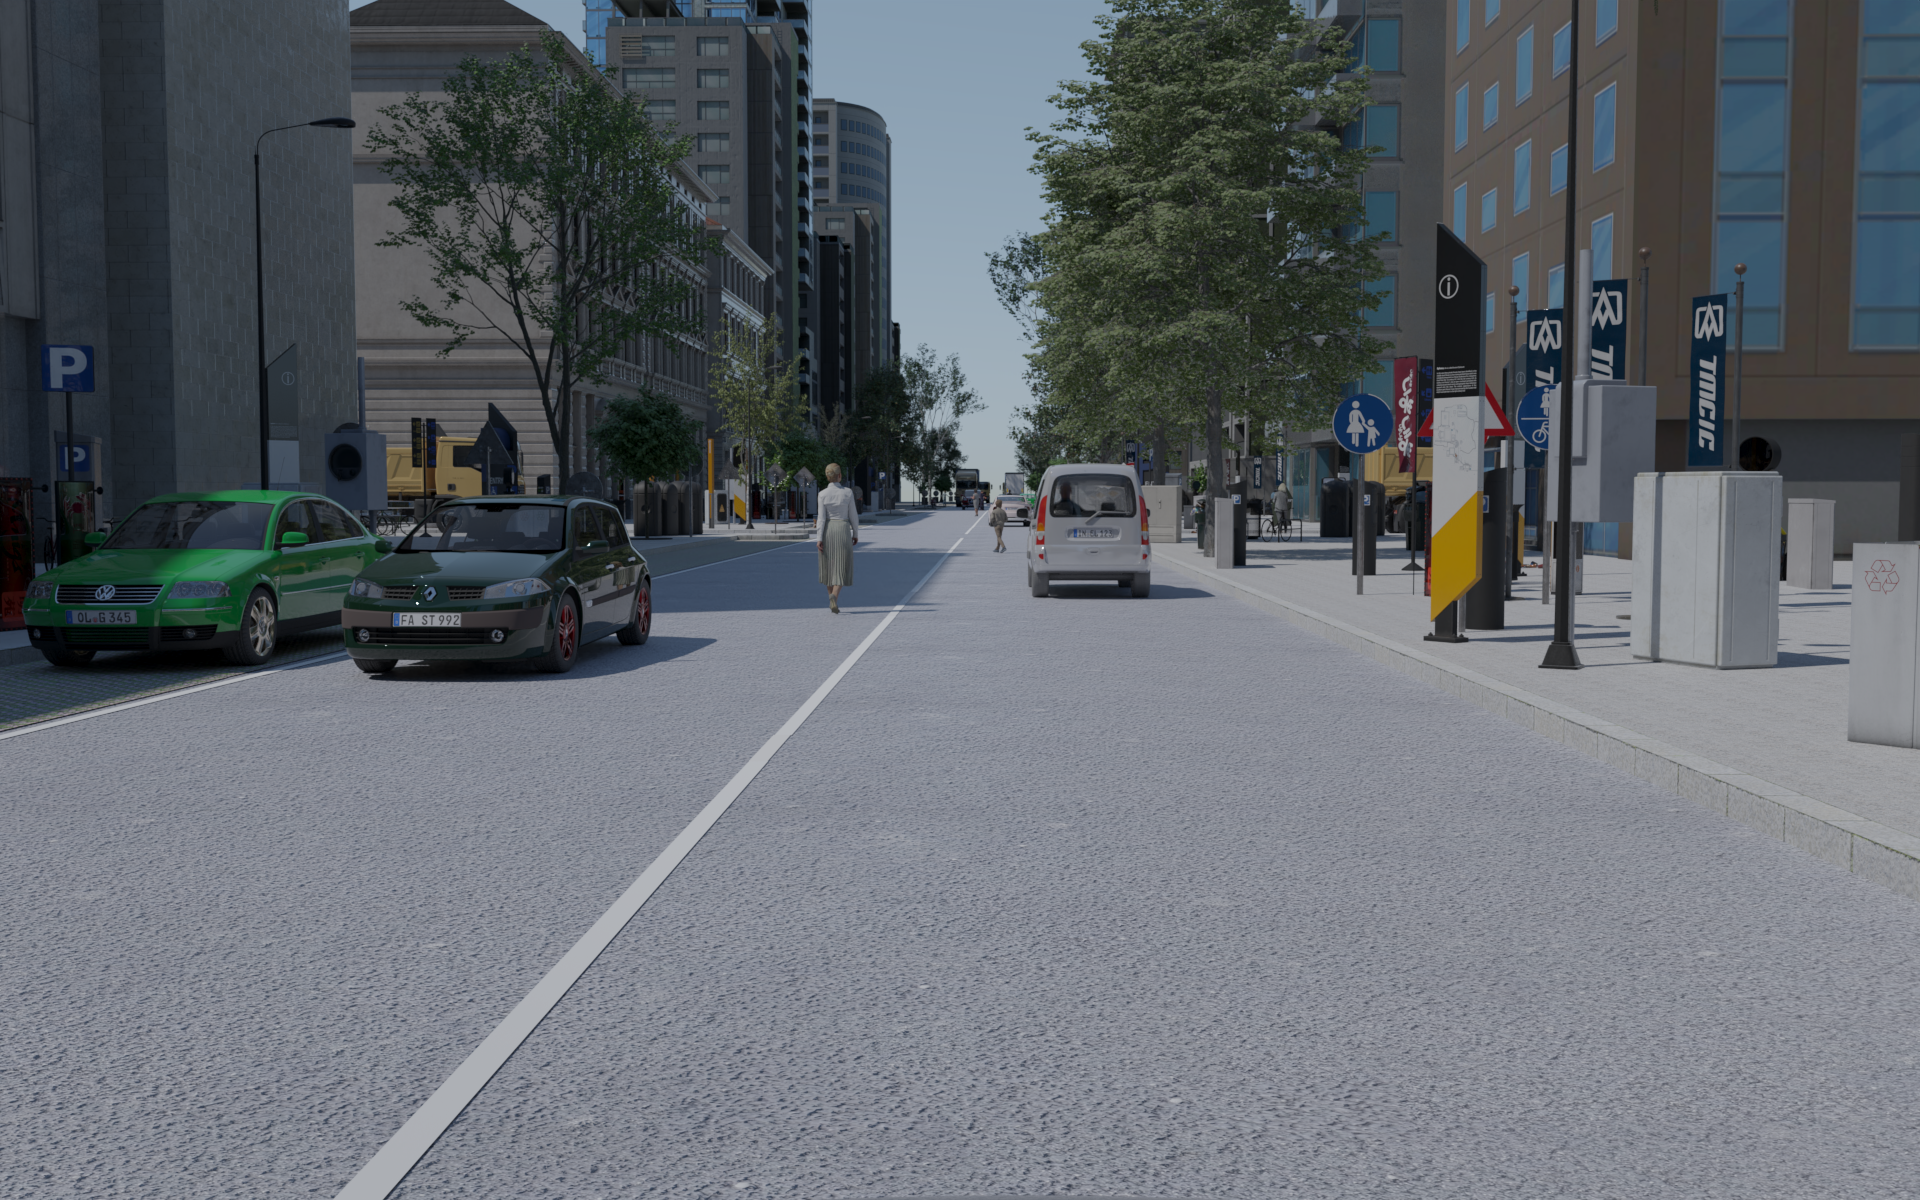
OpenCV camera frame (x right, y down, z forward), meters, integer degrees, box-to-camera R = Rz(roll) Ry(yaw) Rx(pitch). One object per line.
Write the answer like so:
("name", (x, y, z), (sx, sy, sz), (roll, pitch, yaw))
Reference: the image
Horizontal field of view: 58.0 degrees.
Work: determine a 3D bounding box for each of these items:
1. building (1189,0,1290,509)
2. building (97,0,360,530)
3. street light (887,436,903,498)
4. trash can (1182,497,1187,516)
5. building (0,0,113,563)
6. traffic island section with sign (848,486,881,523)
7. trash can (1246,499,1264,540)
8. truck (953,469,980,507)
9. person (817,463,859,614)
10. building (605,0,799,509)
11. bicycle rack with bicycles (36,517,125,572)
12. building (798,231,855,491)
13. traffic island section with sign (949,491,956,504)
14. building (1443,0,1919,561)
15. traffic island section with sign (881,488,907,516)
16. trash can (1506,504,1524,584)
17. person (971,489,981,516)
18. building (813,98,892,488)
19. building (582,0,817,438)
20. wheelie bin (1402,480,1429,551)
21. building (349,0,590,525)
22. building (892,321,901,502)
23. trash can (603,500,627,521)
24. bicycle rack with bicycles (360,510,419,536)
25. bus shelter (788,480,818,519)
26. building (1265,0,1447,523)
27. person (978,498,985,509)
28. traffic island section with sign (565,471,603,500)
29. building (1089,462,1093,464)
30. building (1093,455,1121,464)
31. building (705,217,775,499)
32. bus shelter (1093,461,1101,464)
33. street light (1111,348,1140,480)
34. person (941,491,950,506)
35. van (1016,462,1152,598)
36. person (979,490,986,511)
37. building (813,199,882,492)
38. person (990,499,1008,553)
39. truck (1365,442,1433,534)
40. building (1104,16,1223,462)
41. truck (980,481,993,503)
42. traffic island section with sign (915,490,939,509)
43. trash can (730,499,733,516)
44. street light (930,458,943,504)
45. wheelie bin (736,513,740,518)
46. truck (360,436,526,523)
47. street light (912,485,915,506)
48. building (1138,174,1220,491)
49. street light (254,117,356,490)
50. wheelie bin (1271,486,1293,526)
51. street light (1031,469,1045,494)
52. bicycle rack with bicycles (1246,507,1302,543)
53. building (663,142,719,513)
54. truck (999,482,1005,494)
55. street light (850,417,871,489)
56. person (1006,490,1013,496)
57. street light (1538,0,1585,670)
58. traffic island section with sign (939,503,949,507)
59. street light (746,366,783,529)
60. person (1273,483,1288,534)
("building", (27.515, -41.700, 120.049), (20.563, 71.187, 20.611), (0, 4, 1))
("building", (-24.830, -11.421, 41.487), (16.860, 20.320, 10.420), (0, 4, 1))
("street light", (-5.262, -10.210, 139.469), (1.470, 5.913, 1.316), (0, 4, 1))
("trash can", (12.884, -5.442, 100.623), (0.748, 1.137, 0.748), (0, 3, 0))
("building", (-22.959, -12.579, 23.694), (12.078, 24.808, 19.932), (0, 4, 1))
("traffic island section with sign", (-5.135, -4.735, 86.042), (1.989, 1.847, 2.006), (0, 4, 1))
("trash can", (8.222, -2.288, 49.060), (0.748, 1.137, 0.748), (0, 3, 0))
("truck", (0.836, -12.467, 192.753), (2.839, 4.237, 11.283), (0, 4, 2))
("person", (-1.486, -0.733, 20.705), (0.478, 1.798, 0.641), (1, 4, 11))
("building", (-21.339, -28.284, 146.043), (14.154, 41.232, 14.086), (0, 4, 1))
("bicycle rack with bicycles", (-13.045, -0.847, 27.235), (2.852, 0.926, 2.925), (-2, 4, -32))
("building", (-19.196, -25.691, 191.751), (14.160, 30.474, 14.107), (0, 4, 1))
("traffic island section with sign", (-1.205, -14.462, 245.074), (1.989, 1.847, 2.006), (0, 4, 1))
("building", (19.685, -23.746, 38.365), (14.600, 45.320, 14.200), (0, 4, 1))
("traffic island section with sign", (-4.472, -6.383, 112.989), (1.989, 1.847, 2.006), (0, 4, 1))
("trash can", (7.628, -0.795, 24.647), (0.748, 1.137, 0.748), (0, 3, 0))
("person", (1.042, -6.292, 111.738), (0.716, 1.782, 0.532), (-3, 5, -40))
("building", (-21.567, -43.817, 258.413), (21.231, 58.520, 28.212), (0, 4, 1))
("building", (-24.771, -52.293, 167.659), (22.319, 86.520, 31.000), (0, 4, 1))
("wheelie bin", (10.450, -1.914, 39.207), (0.693, 1.594, 0.980), (-1, 4, -18))
("building", (-21.491, -15.420, 81.002), (11.050, 23.489, 19.941), (0, 4, 1))
("building", (-16.986, -31.127, 280.620), (14.160, 30.474, 14.107), (0, 4, 1))
("trash can", (-8.394, -1.839, 41.728), (0.748, 1.137, 0.748), (0, 3, 0))
("bicycle rack with bicycles", (-18.178, -2.441, 53.292), (2.925, 0.926, 2.852), (-1, 4, -19))
("bus shelter", (-8.058, -5.995, 91.934), (2.014, 3.302, 5.546), (0, 4, 1))
("building", (29.671, -28.169, 80.170), (30.456, 49.044, 23.786), (0, 4, 1))
("person", (2.003, -9.553, 165.635), (0.756, 1.711, 0.436), (1, 4, 20))
("traffic island section with sign", (-6.522, -1.290, 29.724), (1.989, 1.847, 2.006), (0, 4, 1))
("building", (26.314, -29.806, 259.034), (14.160, 30.474, 14.107), (0, 4, 1))
("building", (25.741, -34.282, 244.104), (14.154, 41.232, 14.086), (0, 4, 1))
("building", (-20.126, -17.447, 121.420), (11.583, 22.565, 21.152), (0, 4, 1))
("bus shelter", (7.382, -6.521, 100.546), (2.014, 3.302, 5.546), (0, 4, 2))
("street light", (5.033, -4.993, 54.177), (1.470, 5.913, 1.316), (0, 4, 1))
("person", (-1.849, -12.448, 212.112), (1.350, 1.814, 0.705), (2, 4, 31))
("van", (1.837, -1.123, 25.366), (2.013, 2.044, 4.112), (0, 4, 1))
("person", (1.990, -8.582, 149.266), (0.568, 1.767, 0.683), (1, 4, 15))
("building", (-18.101, -33.835, 236.793), (14.154, 41.232, 14.086), (0, 4, 1))
("person", (0.937, -1.796, 42.135), (0.475, 1.303, 0.640), (-3, 4, -36))
("truck", (18.758, -3.831, 58.566), (9.791, 3.379, 3.469), (0, 4, 1))
("building", (30.902, -36.777, 190.535), (28.713, 52.752, 27.495), (0, 4, 1))
("truck", (3.353, -16.607, 267.449), (3.469, 3.379, 9.791), (0, 4, 2))
("traffic island section with sign", (-3.236, -9.430, 162.804), (1.989, 1.847, 2.006), (0, 4, 1))
("trash can", (-13.334, -5.454, 100.833), (0.748, 1.137, 0.748), (0, 3, 0))
("street light", (-3.174, -15.316, 222.949), (1.470, 5.913, 1.316), (0, 4, 1))
("wheelie bin", (-11.659, -5.145, 92.029), (0.980, 1.594, 0.693), (0, 4, -2))
("truck", (-19.003, -3.857, 58.979), (9.791, 3.379, 3.469), (0, 4, 2))
("street light", (-4.298, -12.744, 180.901), (1.470, 5.913, 1.316), (0, 4, 1))
("building", (23.316, -23.529, 156.402), (14.160, 30.474, 14.107), (0, 4, 1))
("street light", (-8.142, -2.995, 21.515), (1.470, 5.913, 1.316), (0, 4, 1))
("wheelie bin", (12.941, -3.787, 69.830), (0.980, 1.594, 0.693), (-3, 5, -41))
("street light", (7.885, -12.254, 172.891), (1.470, 5.913, 1.316), (0, 4, 1))
("bicycle rack with bicycles", (7.866, -2.034, 46.631), (2.852, 0.926, 2.925), (2, 4, 31))
("building", (-21.115, -16.638, 100.903), (11.050, 23.489, 19.941), (0, 4, 1))
("truck", (8.227, -17.498, 282.014), (3.469, 3.379, 9.791), (0, 3, 0))
("street light", (-6.022, -8.045, 104.081), (1.470, 5.913, 1.316), (0, 4, 1))
("person", (4.492, -9.003, 155.704), (1.348, 1.823, 0.705), (-2, 4, -27))
("street light", (3.903, -2.453, 12.640), (1.470, 5.913, 1.316), (0, 4, 1))
("traffic island section with sign", (-2.559, -11.101, 190.121), (1.989, 1.847, 2.006), (0, 4, 1))
("street light", (-7.110, -5.529, 62.934), (1.470, 5.913, 1.316), (0, 4, 1))
("person", (10.926, -3.085, 59.115), (0.537, 1.800, 0.526), (0, 4, -3))
